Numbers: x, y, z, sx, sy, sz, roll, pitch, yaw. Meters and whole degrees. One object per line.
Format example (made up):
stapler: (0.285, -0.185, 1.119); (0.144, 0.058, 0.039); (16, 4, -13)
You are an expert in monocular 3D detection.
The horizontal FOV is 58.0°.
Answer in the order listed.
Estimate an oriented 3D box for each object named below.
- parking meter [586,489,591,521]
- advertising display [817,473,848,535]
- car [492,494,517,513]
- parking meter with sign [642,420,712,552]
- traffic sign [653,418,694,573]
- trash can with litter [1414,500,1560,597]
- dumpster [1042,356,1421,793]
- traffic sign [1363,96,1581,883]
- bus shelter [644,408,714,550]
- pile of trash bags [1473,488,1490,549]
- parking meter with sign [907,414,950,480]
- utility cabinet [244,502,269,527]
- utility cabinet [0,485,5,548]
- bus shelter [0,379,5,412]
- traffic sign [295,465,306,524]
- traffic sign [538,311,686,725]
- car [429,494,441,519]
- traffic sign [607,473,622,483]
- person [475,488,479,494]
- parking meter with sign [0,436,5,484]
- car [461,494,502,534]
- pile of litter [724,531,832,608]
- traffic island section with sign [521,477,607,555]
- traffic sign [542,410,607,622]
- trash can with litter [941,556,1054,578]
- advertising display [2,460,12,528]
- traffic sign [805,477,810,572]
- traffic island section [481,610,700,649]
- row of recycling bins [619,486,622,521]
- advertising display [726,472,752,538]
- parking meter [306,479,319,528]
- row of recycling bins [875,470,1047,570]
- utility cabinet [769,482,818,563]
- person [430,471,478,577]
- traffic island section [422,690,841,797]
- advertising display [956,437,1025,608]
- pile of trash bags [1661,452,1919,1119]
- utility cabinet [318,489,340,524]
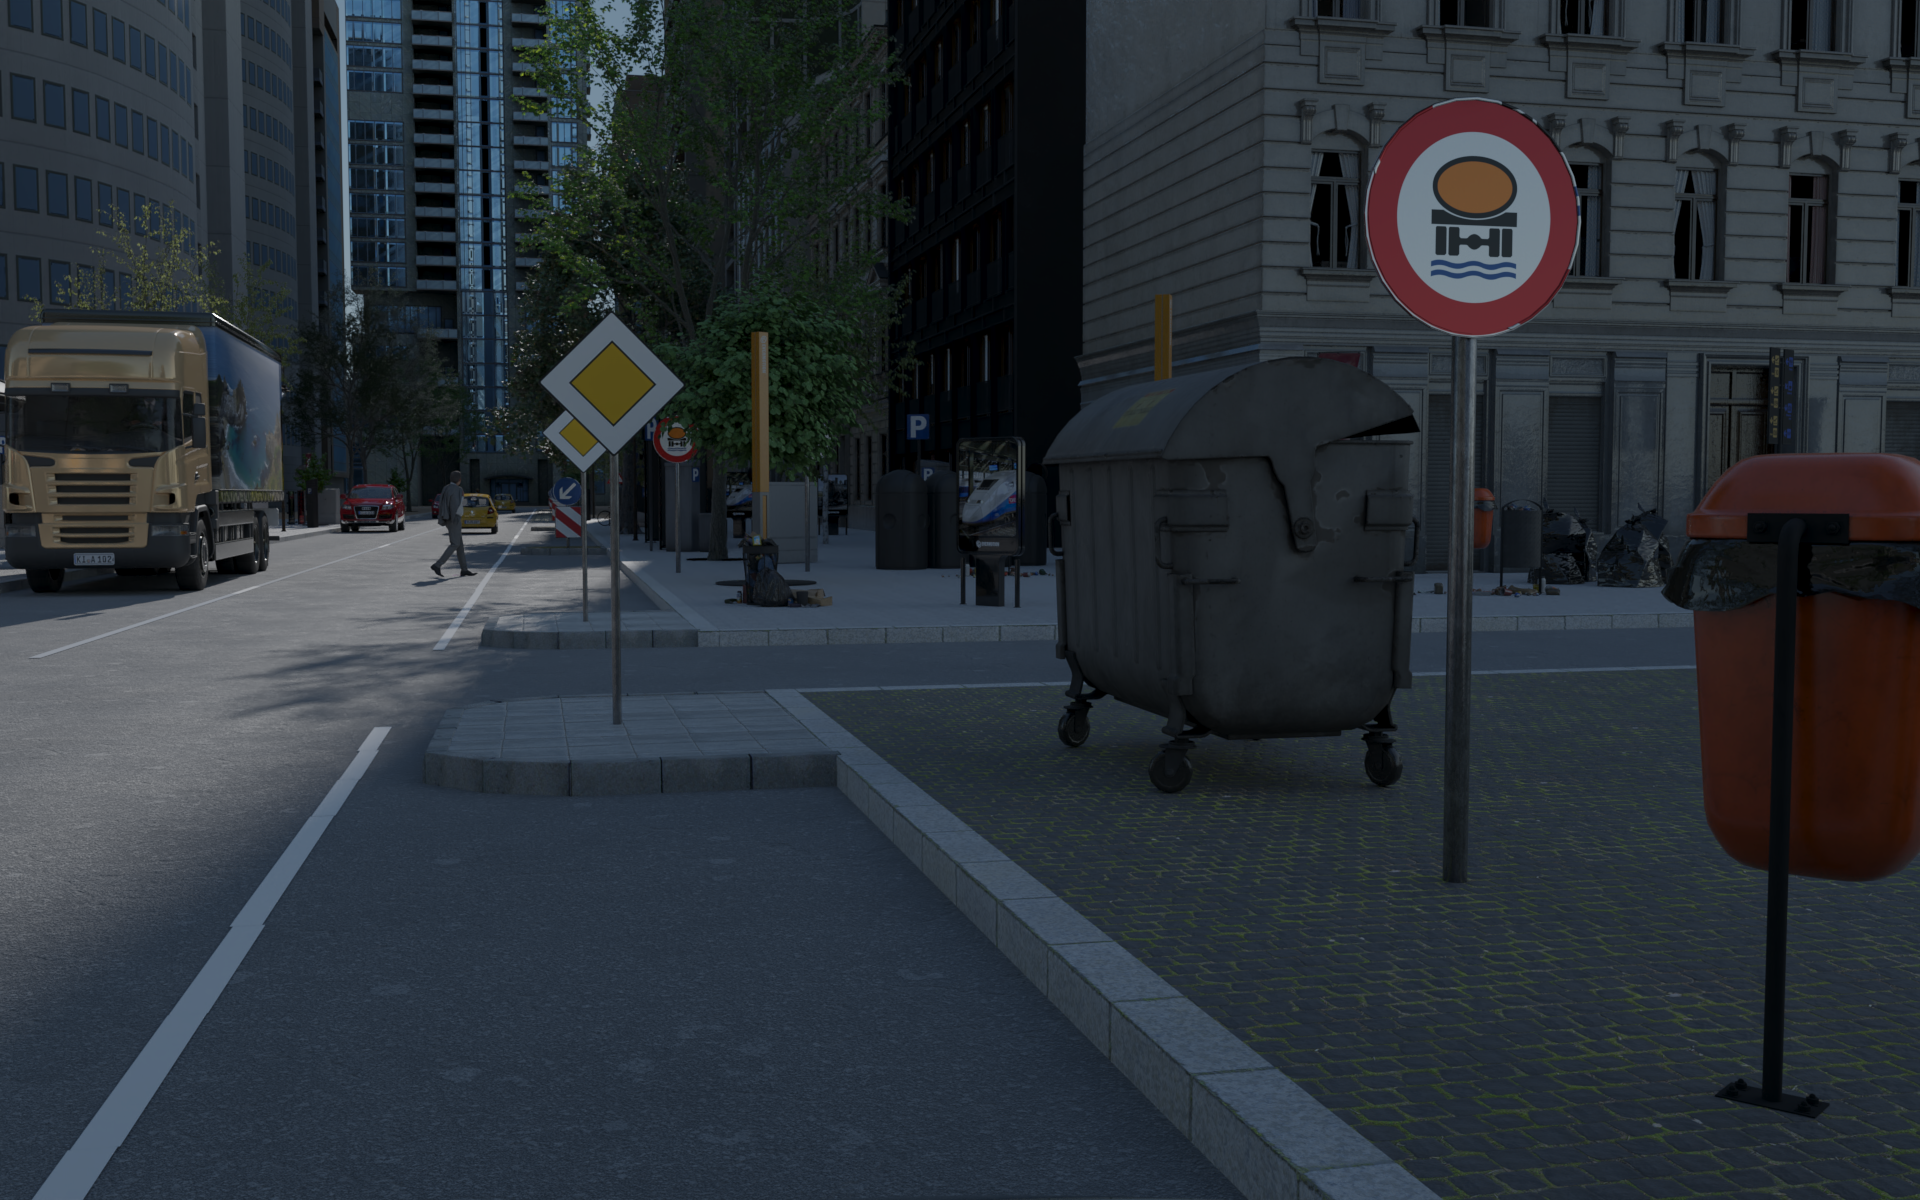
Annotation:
parking meter: (-18.120, -4.628, 84.081); (0.372, 1.533, 0.369); (0, 3, 0)
advertising display: (-3.978, -2.988, 54.068); (0.974, 1.923, 0.123); (0, 4, -8)
car: (-34.716, -7.431, 131.728); (2.015, 1.641, 3.980); (-1, 4, -13)
parking meter with sign: (-6.170, -2.584, 38.514); (1.738, 3.016, 0.543); (1, 4, 22)
traffic sign: (-4.584, -1.713, 28.122); (0.768, 2.556, 0.104); (0, 4, -4)
trash can with litter: (6.788, -0.685, 22.250); (2.233, 1.210, 1.678); (0, 4, -1)
dumpster: (1.237, -0.147, 8.167); (1.264, 1.857, 1.865); (-1, 4, -14)
traffic sign: (1.644, -0.340, 5.672); (0.768, 2.556, 0.104); (-1, 4, -13)
bus shelter: (-7.114, -3.145, 42.700); (1.731, 3.624, 6.357); (-1, 4, -13)
pile of trash bags: (8.758, -0.953, 25.338); (1.912, 1.369, 3.447); (-3, 5, -41)
parking meter with sign: (-0.532, -2.591, 38.623); (0.543, 3.016, 1.738); (2, 4, 26)
utility cabinet: (-23.868, -2.911, 58.749); (0.306, 1.237, 1.020); (1, 4, 9)
utility cabinet: (-22.331, -1.959, 40.701); (1.173, 1.500, 0.318); (2, 4, 27)
bus shelter: (-16.177, -2.026, 27.055); (2.014, 3.302, 5.546); (-1, 4, -13)
traffic sign: (-28.443, -4.588, 75.119); (0.768, 2.556, 0.104); (0, 4, -6)
traffic sign: (-1.914, -0.364, 9.591); (0.795, 2.450, 0.064); (-1, 4, -13)
car: (-30.166, -5.690, 102.077); (2.155, 1.783, 4.494); (-1, 4, -15)
traffic sign: (-17.046, -5.253, 85.883); (0.884, 2.594, 0.081); (-1, 4, -12)
person: (-32.519, -6.618, 116.788); (0.705, 1.814, 1.350); (1, 4, 9)
parking meter with sign: (-29.525, -3.407, 51.967); (1.738, 3.016, 0.543); (0, 4, 2)
car: (-17.832, -3.259, 63.501); (2.015, 1.641, 3.980); (-1, 4, -14)
pile of litter: (-2.133, -0.385, 20.253); (1.176, 0.858, 1.719); (-1, 4, -19)
traffic island section with sign: (-9.518, -2.012, 41.523); (1.989, 1.847, 2.006); (-1, 4, -13)
traffic sign: (-3.770, -0.839, 17.358); (0.795, 2.450, 0.064); (-1, 4, -13)
trash can with litter: (0.896, -0.979, 27.072); (2.233, 1.210, 1.678); (0, 4, 8)
advertising display: (-18.109, -1.726, 33.431); (0.123, 1.923, 0.974); (0, 4, 4)
traffic sign: (-2.520, -1.741, 28.572); (0.768, 2.556, 0.104); (-1, 4, -13)
traffic island section: (-3.749, 0.296, 17.441); (2.009, 0.180, 2.903); (-1, 4, -13)
row of recycling bins: (-14.925, -4.452, 79.899); (1.069, 1.692, 3.534); (1, 4, 13)
advertising display: (-6.382, -2.744, 50.074); (0.974, 1.923, 0.123); (1, 4, 21)
parking meter: (-24.676, -3.686, 65.974); (0.399, 1.863, 0.255); (2, 4, 25)
row of recycling bins: (0.103, -1.421, 30.345); (3.534, 1.692, 1.069); (-3, 4, -38)
utility cabinet: (-3.202, -1.427, 32.018); (1.173, 1.500, 0.318); (-3, 5, -41)
person: (-8.778, -1.312, 30.045); (0.850, 1.850, 0.679); (-2, 4, -33)
traffic island section: (-1.893, 0.771, 9.673); (2.009, 0.180, 2.903); (-1, 4, -13)
advertising display: (0.344, -0.892, 19.800); (0.974, 1.923, 0.123); (3, 5, 44)
pile of trash bags: (2.927, 0.421, 2.870); (3.447, 1.369, 1.912); (3, 5, 41)
utility cabinet: (-26.458, -3.888, 72.247); (1.173, 1.500, 0.318); (1, 4, 16)
